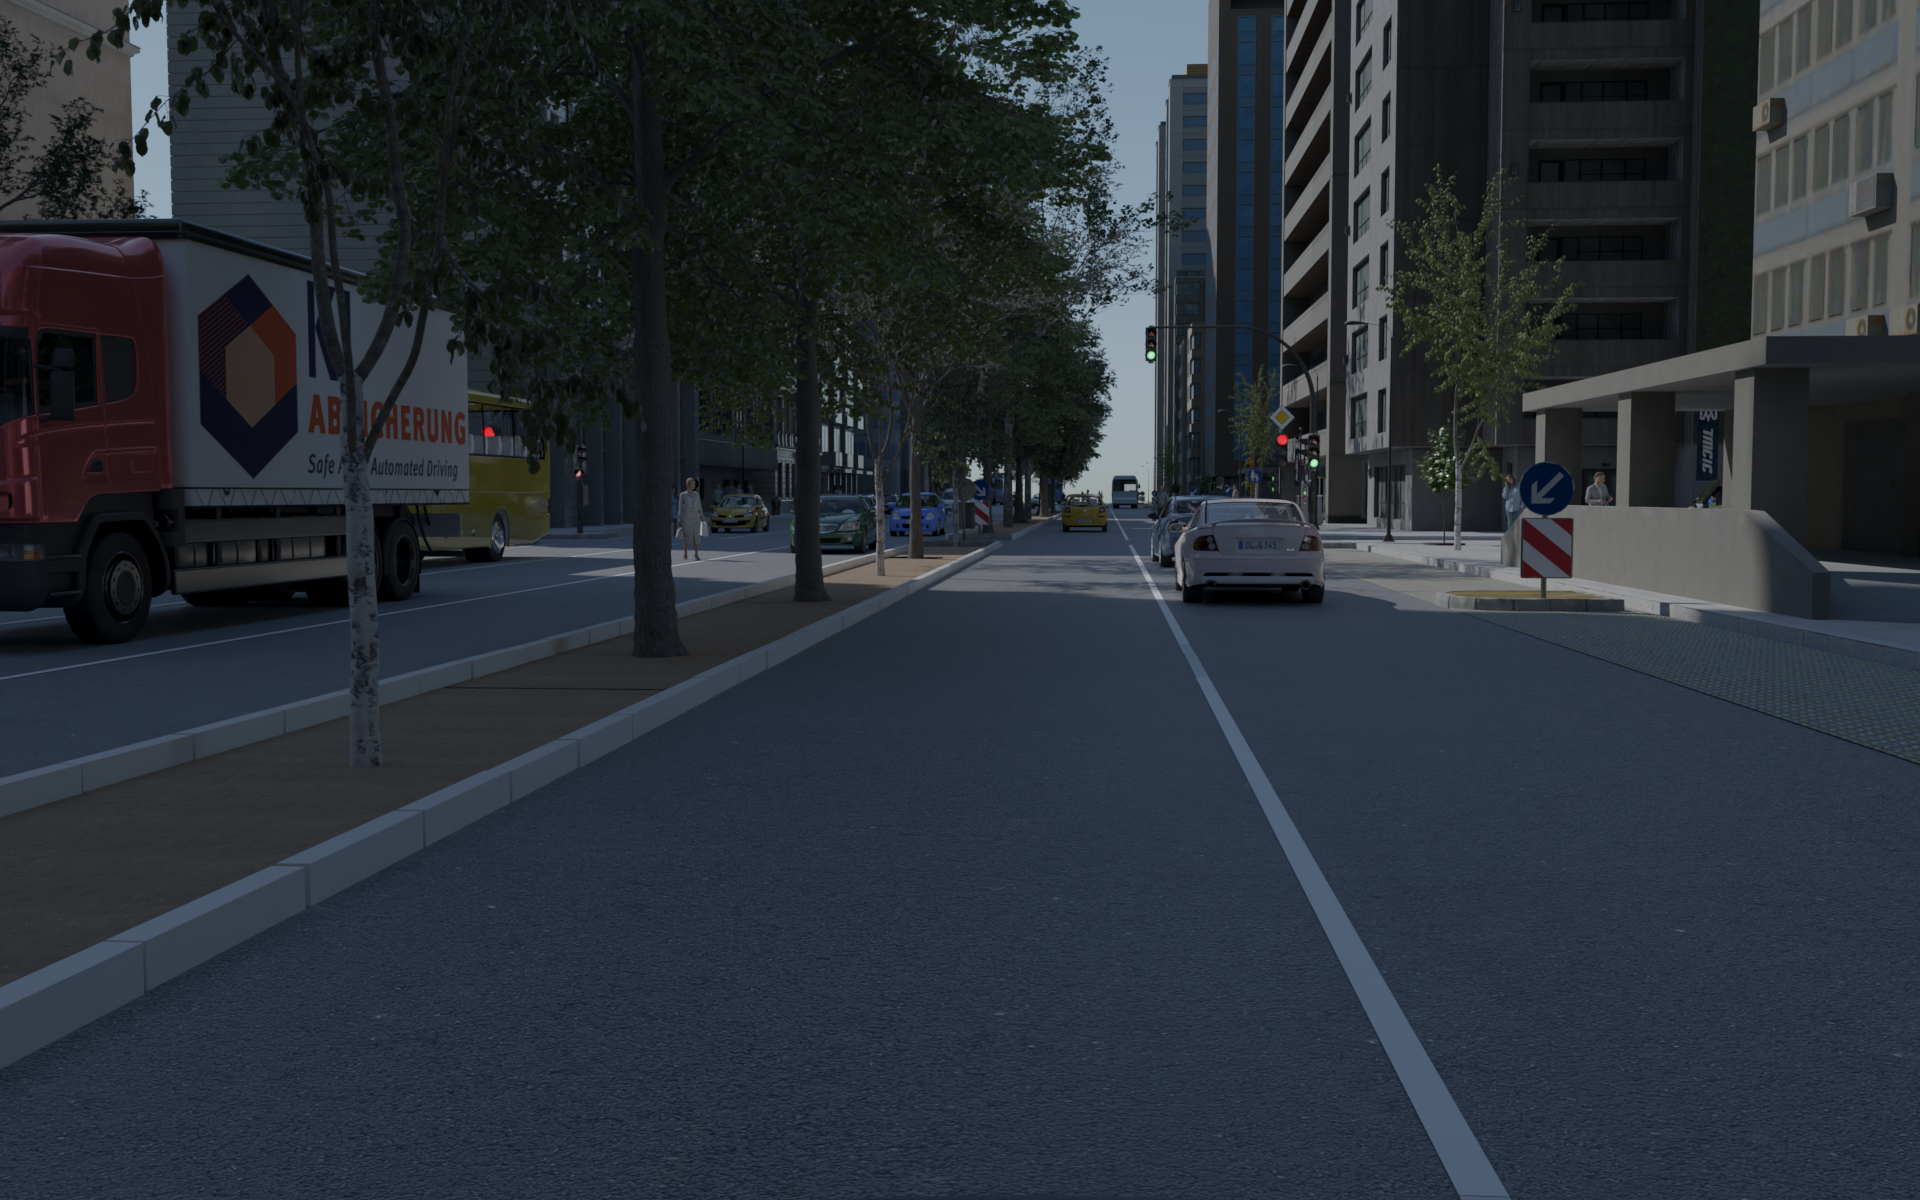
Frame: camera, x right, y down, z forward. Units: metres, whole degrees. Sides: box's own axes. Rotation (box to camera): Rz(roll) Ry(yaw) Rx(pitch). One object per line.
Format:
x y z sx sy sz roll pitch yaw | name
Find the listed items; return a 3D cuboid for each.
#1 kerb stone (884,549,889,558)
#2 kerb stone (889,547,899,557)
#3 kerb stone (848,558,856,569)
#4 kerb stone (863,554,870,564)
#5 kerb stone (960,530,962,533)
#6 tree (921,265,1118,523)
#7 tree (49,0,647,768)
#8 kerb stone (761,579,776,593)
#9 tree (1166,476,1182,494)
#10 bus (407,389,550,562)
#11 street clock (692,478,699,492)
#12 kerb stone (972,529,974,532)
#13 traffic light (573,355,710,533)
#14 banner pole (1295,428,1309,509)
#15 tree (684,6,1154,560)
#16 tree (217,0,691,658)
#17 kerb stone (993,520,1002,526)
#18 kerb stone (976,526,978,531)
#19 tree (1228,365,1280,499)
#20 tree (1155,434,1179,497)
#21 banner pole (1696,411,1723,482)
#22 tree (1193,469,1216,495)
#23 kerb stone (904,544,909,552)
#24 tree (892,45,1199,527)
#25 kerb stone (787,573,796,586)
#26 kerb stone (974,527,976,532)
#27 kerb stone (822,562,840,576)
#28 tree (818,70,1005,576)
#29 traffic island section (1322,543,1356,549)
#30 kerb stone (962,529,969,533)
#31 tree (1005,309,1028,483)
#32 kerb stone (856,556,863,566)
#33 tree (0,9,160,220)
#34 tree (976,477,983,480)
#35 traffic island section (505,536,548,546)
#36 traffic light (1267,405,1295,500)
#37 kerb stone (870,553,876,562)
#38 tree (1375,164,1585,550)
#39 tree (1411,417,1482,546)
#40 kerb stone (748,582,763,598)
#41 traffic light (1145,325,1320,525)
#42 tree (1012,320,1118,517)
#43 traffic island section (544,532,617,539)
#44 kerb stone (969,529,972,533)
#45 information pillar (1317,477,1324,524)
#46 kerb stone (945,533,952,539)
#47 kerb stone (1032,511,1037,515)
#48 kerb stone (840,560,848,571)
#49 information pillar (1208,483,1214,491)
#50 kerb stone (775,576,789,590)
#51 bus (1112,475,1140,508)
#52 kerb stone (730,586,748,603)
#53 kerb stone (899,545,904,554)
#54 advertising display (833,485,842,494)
-1.759 -0.984 38.350 0.120 0.150 1.000 0 4 5 | kerb stone
-1.594 -1.110 40.391 0.120 0.150 1.000 0 4 5 | kerb stone
-2.180 -0.675 33.239 0.120 0.150 1.000 0 4 5 | kerb stone
-2.015 -0.797 35.281 0.120 0.150 1.000 0 4 5 | kerb stone
-0.114 -2.210 58.352 0.120 0.150 1.000 0 4 5 | kerb stone
2.904 -10.107 84.716 9.611 12.733 9.660 0 3 0 | tree
-3.121 -3.411 8.588 4.360 8.622 3.978 0 3 0 | tree
-2.852 -0.176 25.081 0.120 0.150 1.000 0 4 5 | kerb stone
22.745 -11.537 183.224 1.663 3.219 1.824 0 3 0 | tree
-11.180 -2.587 33.837 2.896 3.916 12.252 0 4 5 | bus
-12.302 -4.616 80.042 0.471 2.002 0.358 3 4 36 | street clock
0.311 -2.524 63.461 0.120 0.150 1.000 0 4 5 | kerb stone
-10.291 -4.990 56.262 4.771 5.953 1.251 0 4 5 | traffic light
12.805 -4.621 65.568 0.401 3.779 0.863 -1 4 -8 | banner pole
-0.991 -7.656 37.998 12.009 13.543 11.850 0 3 0 | tree
-2.601 -5.741 14.457 7.486 12.596 7.792 0 3 0 | tree
1.740 -3.578 80.808 0.120 0.150 1.000 0 4 5 | kerb stone
0.478 -2.649 65.500 0.120 0.150 1.000 0 4 5 | kerb stone
17.171 -9.105 99.231 4.737 8.622 4.395 0 3 0 | tree
25.826 -16.085 213.348 4.737 8.622 4.395 0 3 0 | tree
17.607 -3.082 40.411 0.863 3.779 0.401 2 4 27 | banner pole
19.061 -8.480 133.247 1.663 3.219 1.824 0 3 0 | tree
-1.421 -1.238 42.442 0.120 0.150 1.000 0 4 5 | kerb stone
3.198 -13.096 72.458 12.611 20.169 13.585 0 3 0 | tree
-2.682 -0.301 27.118 0.120 0.150 1.000 0 4 5 | kerb stone
0.400 -2.582 64.479 0.120 0.150 1.000 0 4 5 | kerb stone
-2.348 -0.551 31.199 0.120 0.150 1.000 0 4 5 | kerb stone
-1.391 -4.705 29.751 4.360 8.622 3.978 0 3 0 | tree
9.488 -1.495 46.722 2.009 0.180 2.903 0 4 5 | traffic island section
0.144 -2.399 61.422 0.120 0.150 1.000 0 4 5 | kerb stone
-0.111 -5.722 46.372 4.360 8.622 3.978 0 3 0 | tree
-2.097 -0.738 34.262 0.120 0.150 1.000 0 4 5 | kerb stone
-17.266 -5.885 30.638 7.601 10.594 8.767 1 4 9 | tree
4.132 -18.627 288.269 4.285 4.588 4.351 0 3 0 | tree
-13.077 -1.608 48.578 2.009 0.180 2.903 0 4 5 | traffic island section
10.104 -4.015 54.570 0.839 4.253 0.868 0 4 5 | traffic light
-1.927 -0.863 36.299 0.120 0.150 1.000 0 4 5 | kerb stone
11.577 -5.433 39.200 4.737 8.622 4.395 0 3 0 | tree
12.152 -2.979 43.302 1.663 3.219 1.824 0 3 0 | tree
-2.937 -0.111 24.062 0.120 0.150 1.000 0 4 5 | kerb stone
7.357 -4.402 46.641 4.771 5.953 1.251 0 4 5 | traffic light
5.280 -12.107 107.061 9.857 13.997 8.962 0 3 0 | tree
-12.422 -2.095 56.536 2.009 0.180 2.903 0 4 5 | traffic island section
0.228 -2.461 62.441 0.120 0.150 1.000 0 4 5 | kerb stone
15.444 -4.285 74.545 0.304 2.012 0.304 -3 5 -42 | information pillar
-0.364 -2.024 55.287 0.120 0.150 1.000 0 4 5 | kerb stone
5.612 -6.459 127.793 0.120 0.150 1.000 0 4 5 | kerb stone
-2.266 -0.613 32.218 0.120 0.150 1.000 0 4 5 | kerb stone
16.760 -6.789 115.484 0.304 2.012 0.304 -1 4 -18 | information pillar
-2.768 -0.239 26.100 0.120 0.150 1.000 0 4 5 | kerb stone
16.921 -11.137 176.946 2.948 3.499 13.247 0 4 6 | bus
-3.022 -0.052 23.038 0.120 0.150 1.000 0 4 5 | kerb stone
-1.507 -1.175 41.409 0.120 0.150 1.000 0 4 5 | kerb stone
-8.603 -7.141 121.967 0.123 1.923 0.974 2 4 30 | advertising display
